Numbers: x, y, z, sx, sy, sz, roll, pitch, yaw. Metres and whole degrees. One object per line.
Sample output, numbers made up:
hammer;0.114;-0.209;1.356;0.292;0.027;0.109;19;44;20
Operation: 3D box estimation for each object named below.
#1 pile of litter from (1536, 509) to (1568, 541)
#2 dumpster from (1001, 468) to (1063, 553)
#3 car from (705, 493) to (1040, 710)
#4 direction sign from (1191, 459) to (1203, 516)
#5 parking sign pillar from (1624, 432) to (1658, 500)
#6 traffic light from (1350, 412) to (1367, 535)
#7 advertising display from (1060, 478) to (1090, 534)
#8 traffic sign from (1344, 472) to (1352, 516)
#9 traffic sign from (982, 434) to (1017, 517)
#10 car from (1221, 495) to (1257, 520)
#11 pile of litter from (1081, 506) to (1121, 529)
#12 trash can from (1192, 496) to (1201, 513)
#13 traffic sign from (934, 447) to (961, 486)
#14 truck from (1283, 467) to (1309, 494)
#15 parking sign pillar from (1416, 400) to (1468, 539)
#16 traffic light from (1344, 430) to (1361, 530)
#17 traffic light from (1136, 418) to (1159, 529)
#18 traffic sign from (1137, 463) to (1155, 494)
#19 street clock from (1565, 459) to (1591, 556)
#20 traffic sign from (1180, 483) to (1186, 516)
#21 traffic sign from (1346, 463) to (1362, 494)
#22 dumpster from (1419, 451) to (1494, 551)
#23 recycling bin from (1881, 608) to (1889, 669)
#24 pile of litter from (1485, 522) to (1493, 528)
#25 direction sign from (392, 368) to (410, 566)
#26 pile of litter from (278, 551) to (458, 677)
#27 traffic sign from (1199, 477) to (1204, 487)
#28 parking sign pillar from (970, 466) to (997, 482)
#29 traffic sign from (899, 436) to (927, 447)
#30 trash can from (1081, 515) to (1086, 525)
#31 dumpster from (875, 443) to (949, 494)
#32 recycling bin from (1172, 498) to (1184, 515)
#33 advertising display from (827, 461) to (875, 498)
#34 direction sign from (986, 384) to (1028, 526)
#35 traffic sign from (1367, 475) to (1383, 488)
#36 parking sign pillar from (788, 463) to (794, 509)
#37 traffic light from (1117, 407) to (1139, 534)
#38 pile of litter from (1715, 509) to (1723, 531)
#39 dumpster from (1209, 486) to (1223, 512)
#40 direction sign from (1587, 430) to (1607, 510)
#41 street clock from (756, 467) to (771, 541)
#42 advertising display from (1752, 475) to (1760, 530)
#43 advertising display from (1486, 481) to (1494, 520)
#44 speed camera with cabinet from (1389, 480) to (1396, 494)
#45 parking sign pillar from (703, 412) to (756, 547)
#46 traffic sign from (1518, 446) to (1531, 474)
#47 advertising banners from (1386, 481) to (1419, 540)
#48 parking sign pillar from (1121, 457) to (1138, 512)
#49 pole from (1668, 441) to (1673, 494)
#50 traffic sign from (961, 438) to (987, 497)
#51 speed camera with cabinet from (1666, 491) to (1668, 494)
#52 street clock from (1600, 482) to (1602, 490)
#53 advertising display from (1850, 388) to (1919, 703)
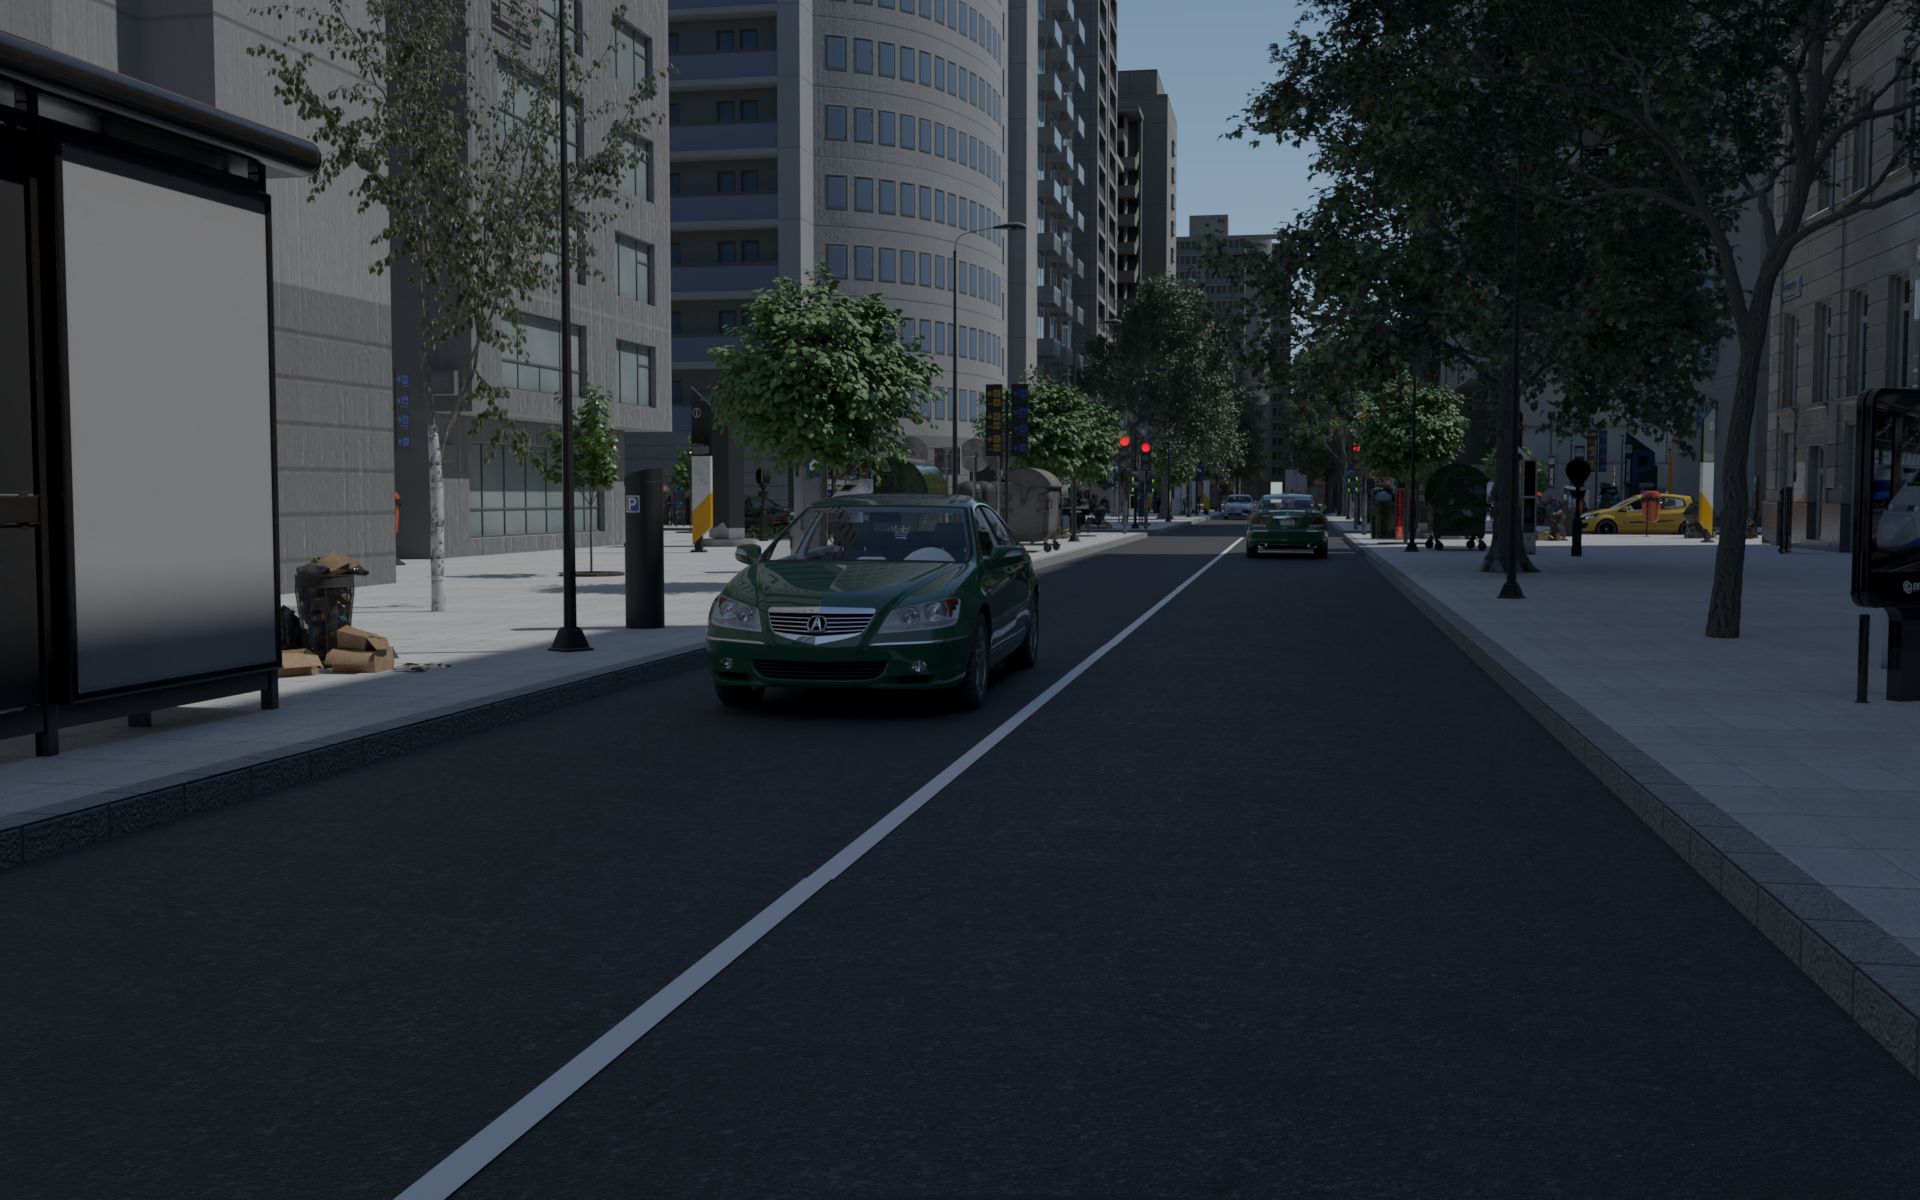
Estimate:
pile of litter;16.279;-2.079;47.957;1.176;0.858;1.719;2;4;31
dumpster;1.550;-2.012;38.656;1.264;1.857;1.865;1;4;11
car;-0.494;-0.082;13.146;2.131;1.459;4.920;1;4;10
direction sign;14.125;-6.808;103.305;0.379;3.537;0.876;-3;4;-39
parking sign pillar;29.681;-5.321;75.475;1.447;3.967;1.447;0;4;-6
traffic light;12.726;-4.010;54.489;0.839;4.253;0.868;1;4;11
advertising display;3.737;-3.122;56.256;0.974;1.923;0.123;0;4;-2
traffic sign;20.495;-5.547;90.796;0.768;2.556;0.104;1;4;16
traffic sign;0.823;-2.214;36.298;0.768;2.556;0.104;1;4;17
car;15.846;-5.276;98.266;2.014;1.417;4.499;1;4;9
pile of litter;5.122;-3.056;63.929;1.719;0.858;1.176;3;4;36
trash can;15.885;-6.426;116.718;0.748;1.137;0.748;0;3;0
traffic sign;-0.276;-2.156;37.376;0.606;2.300;0.079;1;4;19
truck;35.767;-11.957;184.417;2.839;4.237;11.283;1;4;11
parking sign pillar;13.851;-3.744;49.680;1.447;3.967;1.447;1;4;11
traffic light;14.249;-4.490;62.328;0.839;4.253;0.868;1;4;11
traffic light;6.872;-4.576;63.740;0.839;4.253;0.868;1;4;11
traffic sign;7.227;-4.129;67.608;0.768;2.556;0.104;1;4;15
street clock;12.707;-1.900;35.643;0.471;2.002;0.358;2;4;28
traffic sign;13.096;-6.272;102.647;0.768;2.556;0.104;1;4;21
traffic sign;15.750;-4.215;69.018;0.768;2.556;0.104;1;4;14
dumpster;11.352;-2.275;39.686;1.502;2.255;1.985;1;4;11
recycling bin;7.237;-0.001;12.576;0.722;1.027;0.722;-2;4;-30
pile of litter;20.438;-3.112;64.845;1.719;0.858;1.176;2;4;29
direction sign;-10.190;-2.393;31.118;0.379;3.537;0.876;2;4;24
pile of litter;-4.636;0.083;12.601;1.719;0.858;1.176;1;4;9
traffic sign;17.833;-7.727;126.438;0.768;2.556;0.104;1;4;17
parking sign pillar;1.078;-5.312;75.329;1.447;3.967;1.447;2;4;29
traffic sign;-1.081;-2.330;38.198;0.768;2.556;0.104;1;4;15
trash can;4.722;-3.517;69.159;0.748;1.137;0.748;0;3;0
dumpster;-1.140;-1.861;32.918;1.502;2.255;1.985;1;4;11
recycling bin;13.611;-5.825;107.791;0.722;1.027;0.722;-2;4;-29
advertising display;-1.995;-1.569;30.865;0.974;1.923;0.123;-1;4;-13
direction sign;0.964;-2.673;35.696;0.876;3.537;0.379;1;4;9
traffic sign;15.423;-3.926;64.196;0.884;2.594;0.081;1;4;15
parking sign pillar;-6.226;-4.956;69.496;1.447;3.967;1.447;0;4;6
traffic light;5.349;-4.097;55.901;0.839;4.253;0.868;1;4;11
pile of litter;28.674;-3.068;64.123;1.176;0.858;1.719;1;4;11
dumpster;17.935;-7.153;122.713;1.264;1.857;1.865;1;4;11
direction sign;22.408;-4.220;60.997;0.876;3.537;0.379;-1;4;-23
street clock;-5.350;-2.602;47.116;0.358;2.002;0.471;-2;4;-33
advertising display;27.589;-3.353;60.038;0.123;1.923;0.974;1;4;19
advertising display;26.636;-4.965;86.398;0.974;1.923;0.123;-1;4;-14
speed camera with cabinet;18.250;-4.826;73.246;0.660;3.252;2.038;0;4;4
parking sign pillar;-5.747;-3.308;42.553;1.447;3.967;1.447;-2;4;-30
traffic sign;12.838;-2.377;40.053;0.795;2.450;0.064;1;4;19
advertising banners;12.281;-3.189;48.329;0.090;3.025;2.074;3;5;42
parking sign pillar;11.966;-8.206;122.642;1.447;3.967;1.447;2;4;25
pole;27.372;-4.460;66.769;0.158;3.312;0.155;0;3;0
traffic sign;0.323;-2.416;39.615;0.768;2.556;0.104;1;4;19
speed camera with cabinet;43.368;-6.719;104.197;2.038;3.252;0.660;0;4;7
street clock;39.017;-6.153;105.164;0.358;2.002;0.471;0;4;6
advertising display;5.951;-0.338;10.733;0.974;1.923;0.123;-1;4;-19
